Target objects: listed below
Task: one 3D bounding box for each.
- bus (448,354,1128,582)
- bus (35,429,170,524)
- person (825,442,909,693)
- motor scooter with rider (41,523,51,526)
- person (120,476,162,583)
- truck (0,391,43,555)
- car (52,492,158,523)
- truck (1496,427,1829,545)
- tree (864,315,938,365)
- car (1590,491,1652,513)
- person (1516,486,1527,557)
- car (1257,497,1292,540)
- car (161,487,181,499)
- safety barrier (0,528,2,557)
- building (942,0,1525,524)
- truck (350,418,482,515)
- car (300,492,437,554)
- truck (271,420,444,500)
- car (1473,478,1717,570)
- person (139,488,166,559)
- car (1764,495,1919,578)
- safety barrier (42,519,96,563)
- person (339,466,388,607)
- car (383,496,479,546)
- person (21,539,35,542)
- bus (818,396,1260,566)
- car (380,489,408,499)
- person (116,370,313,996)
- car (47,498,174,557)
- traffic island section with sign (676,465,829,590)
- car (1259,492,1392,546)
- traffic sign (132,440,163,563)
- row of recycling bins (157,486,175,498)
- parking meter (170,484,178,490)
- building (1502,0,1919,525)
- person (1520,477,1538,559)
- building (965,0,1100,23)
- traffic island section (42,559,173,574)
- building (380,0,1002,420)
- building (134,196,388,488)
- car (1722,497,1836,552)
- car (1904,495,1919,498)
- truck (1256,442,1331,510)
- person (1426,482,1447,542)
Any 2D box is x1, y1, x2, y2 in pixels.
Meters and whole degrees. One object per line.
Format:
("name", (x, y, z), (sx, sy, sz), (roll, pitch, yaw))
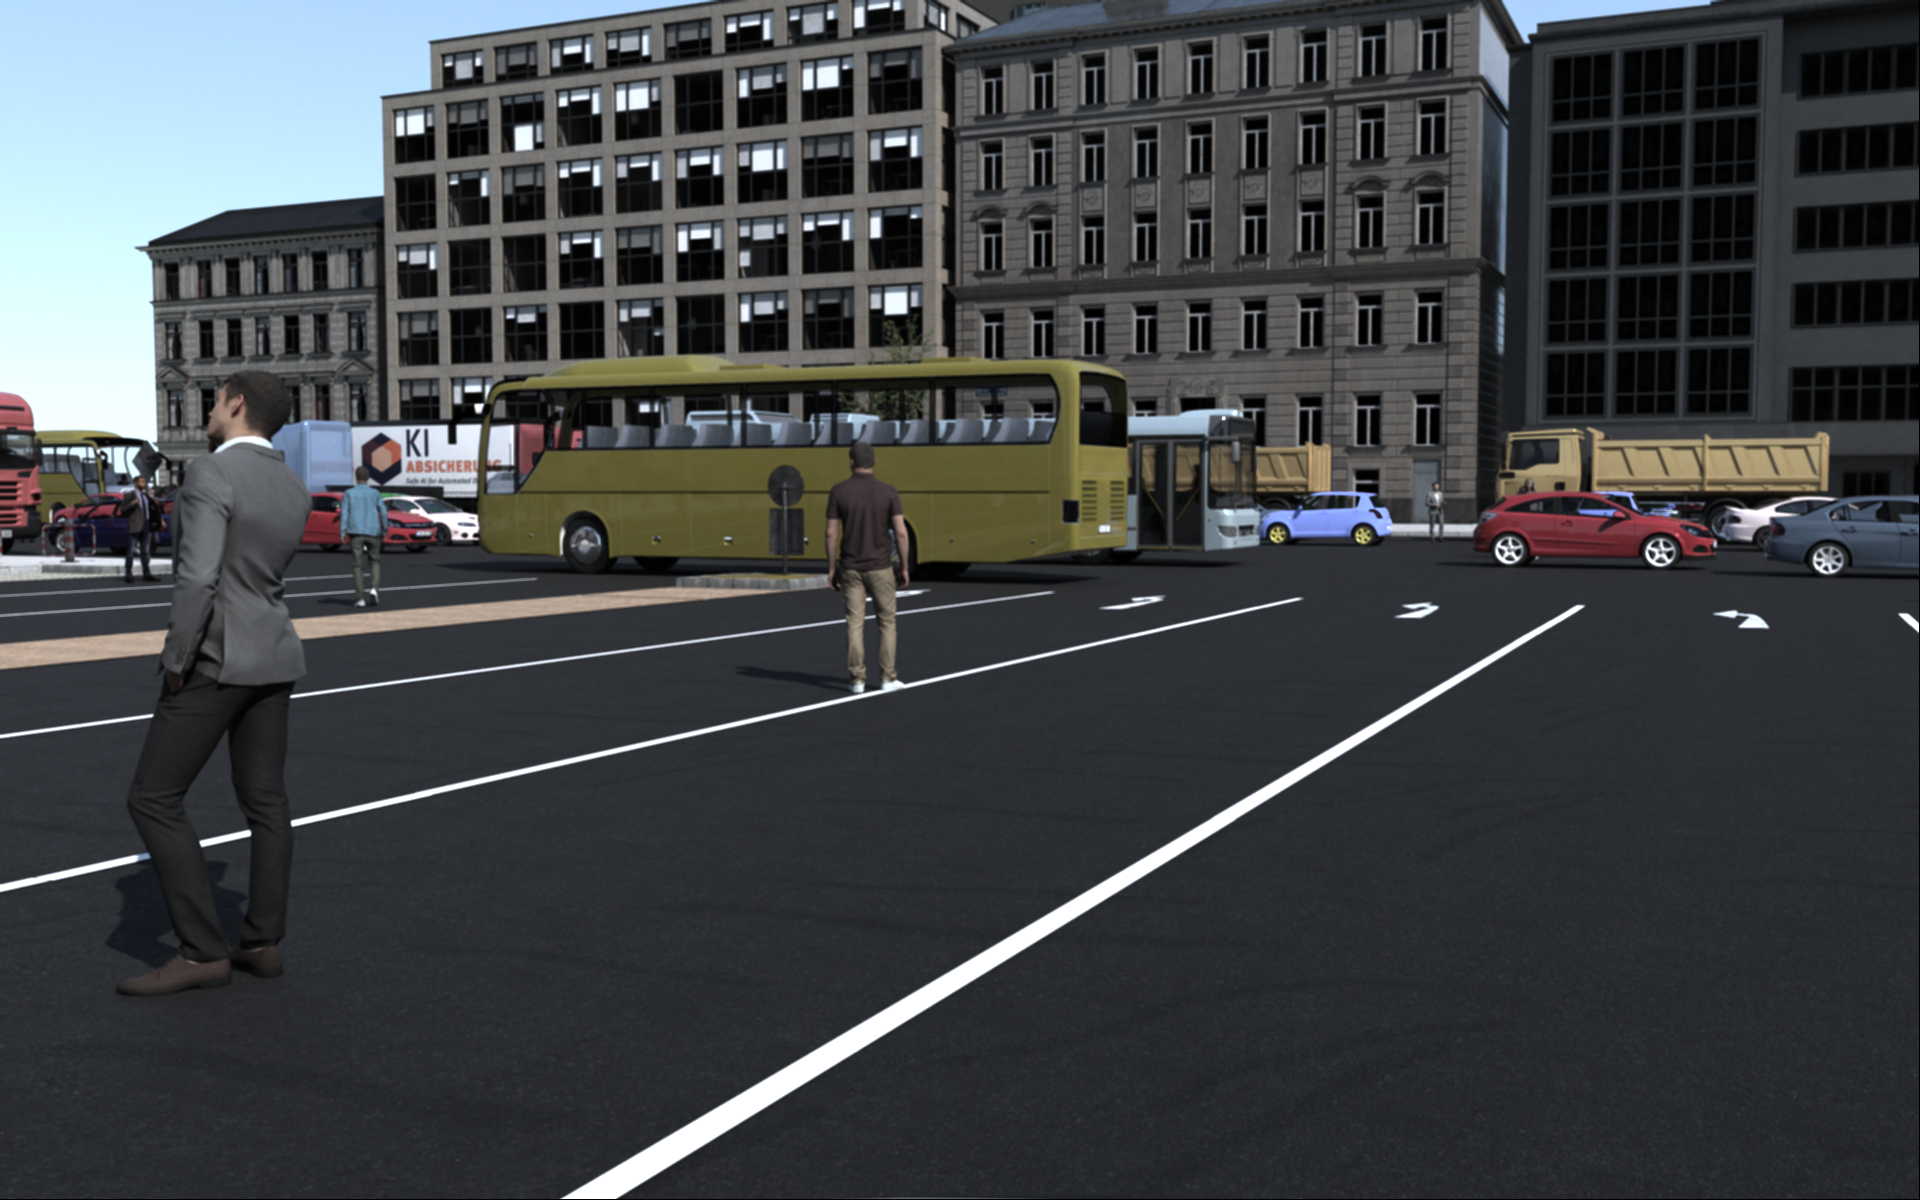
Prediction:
("bus", (-3.232, -2.380, 30.466), (12.252, 3.916, 2.896), (2, 4, 25))
("bus", (-36.428, -4.663, 67.792), (12.252, 3.916, 2.896), (2, 4, 25))
("person", (-0.665, -0.242, 12.591), (0.598, 1.807, 0.434), (1, 4, 9))
("motor scooter with rider", (-39.331, -4.040, 75.027), (1.986, 1.779, 0.876), (2, 4, 24))
("person", (-13.232, -1.144, 28.024), (0.431, 1.722, 0.655), (2, 4, 24))
("truck", (-26.220, -3.188, 41.044), (11.283, 4.237, 2.839), (2, 4, 23))
("car", (-29.563, -3.135, 60.294), (4.494, 1.783, 2.155), (1, 4, 23))
("truck", (19.980, -3.360, 50.866), (9.791, 3.379, 3.469), (2, 4, 25))
("tree", (-2.735, -7.376, 70.966), (4.737, 8.622, 4.395), (0, 3, 0))
("car", (16.427, -2.091, 43.780), (1.945, 1.707, 3.694), (2, 4, 24))
("person", (12.703, -1.783, 39.362), (0.444, 1.614, 0.593), (0, 4, 7))
("car", (9.106, -2.625, 54.914), (4.499, 1.417, 2.014), (1, 4, 23))
("car", (-20.881, -2.435, 48.483), (5.304, 1.827, 2.281), (2, 4, 27))
("safety barrier", (-17.538, -1.009, 30.764), (0.300, 0.817, 1.120), (2, 4, 25))
("building", (13.076, -17.458, 82.698), (25.104, 27.353, 12.463), (2, 4, 25))
("truck", (-17.868, -4.678, 65.399), (11.283, 4.237, 2.839), (2, 4, 25))
("car", (-14.947, -2.053, 42.607), (4.494, 1.783, 2.155), (2, 4, 23))
("truck", (-17.982, -4.362, 61.084), (18.799, 4.110, 2.967), (2, 4, 26))
("car", (12.400, -1.523, 33.946), (4.494, 1.783, 2.155), (2, 4, 25))
("person", (-16.980, -1.566, 36.308), (0.569, 1.553, 0.471), (-3, 5, -42))
("car", (16.317, -1.089, 29.803), (4.499, 1.417, 2.014), (2, 4, 24))
("safety barrier", (-16.722, -1.115, 32.512), (0.300, 0.817, 1.120), (2, 4, 25))
("person", (-7.558, -0.803, 21.968), (0.601, 1.785, 0.444), (-2, 4, -24))
("car", (-15.203, -2.233, 48.864), (4.827, 1.381, 2.083), (2, 4, 24))
("person", (-27.733, -2.531, 51.335), (0.517, 1.644, 0.566), (2, 4, 25))
("bus", (0.446, -2.564, 36.786), (13.247, 3.499, 2.948), (1, 4, 23))
("car", (-18.987, -2.890, 56.045), (4.718, 1.807, 1.959), (2, 4, 25))
("person", (-2.187, 0.218, 5.114), (0.473, 1.802, 0.592), (2, 4, 27))
("car", (-19.640, -1.736, 40.961), (3.894, 1.354, 1.945), (2, 4, 24))
("traffic island section with sign", (-3.014, -1.146, 26.868), (2.006, 1.907, 1.989), (2, 4, 25))
("car", (10.218, -2.390, 48.668), (3.694, 1.707, 1.945), (2, 4, 24))
("traffic sign", (-15.087, -1.744, 32.150), (0.795, 2.450, 0.064), (2, 4, 25))
("row of recycling bins", (-40.252, -4.832, 86.114), (3.534, 1.692, 1.069), (2, 4, 29))
("parking meter", (-45.418, -5.773, 100.105), (0.255, 1.863, 0.399), (2, 4, 31))
("building", (39.022, -15.487, 72.282), (30.058, 24.678, 14.314), (2, 4, 25))
("person", (12.605, -1.800, 38.107), (0.709, 1.800, 0.728), (3, 5, 39))
("building", (7.000, -31.711, 142.183), (21.300, 48.544, 21.600), (2, 4, 25))
("traffic island section", (-15.112, -0.608, 32.223), (2.009, 0.180, 2.903), (2, 4, 25))
("building", (-12.513, -17.946, 97.931), (34.151, 26.468, 19.350), (2, 4, 25))
("building", (-39.235, -14.786, 106.383), (19.286, 19.102, 10.561), (2, 4, 25))
("car", (21.653, -1.886, 43.196), (4.827, 1.381, 2.083), (2, 4, 24))
("car", (22.645, -1.718, 40.099), (4.499, 1.417, 2.014), (2, 4, 25))
("truck", (7.715, -3.920, 60.010), (9.791, 3.379, 3.469), (2, 4, 25))
("person", (14.344, -2.652, 52.067), (0.606, 1.804, 0.583), (-1, 4, -22))
